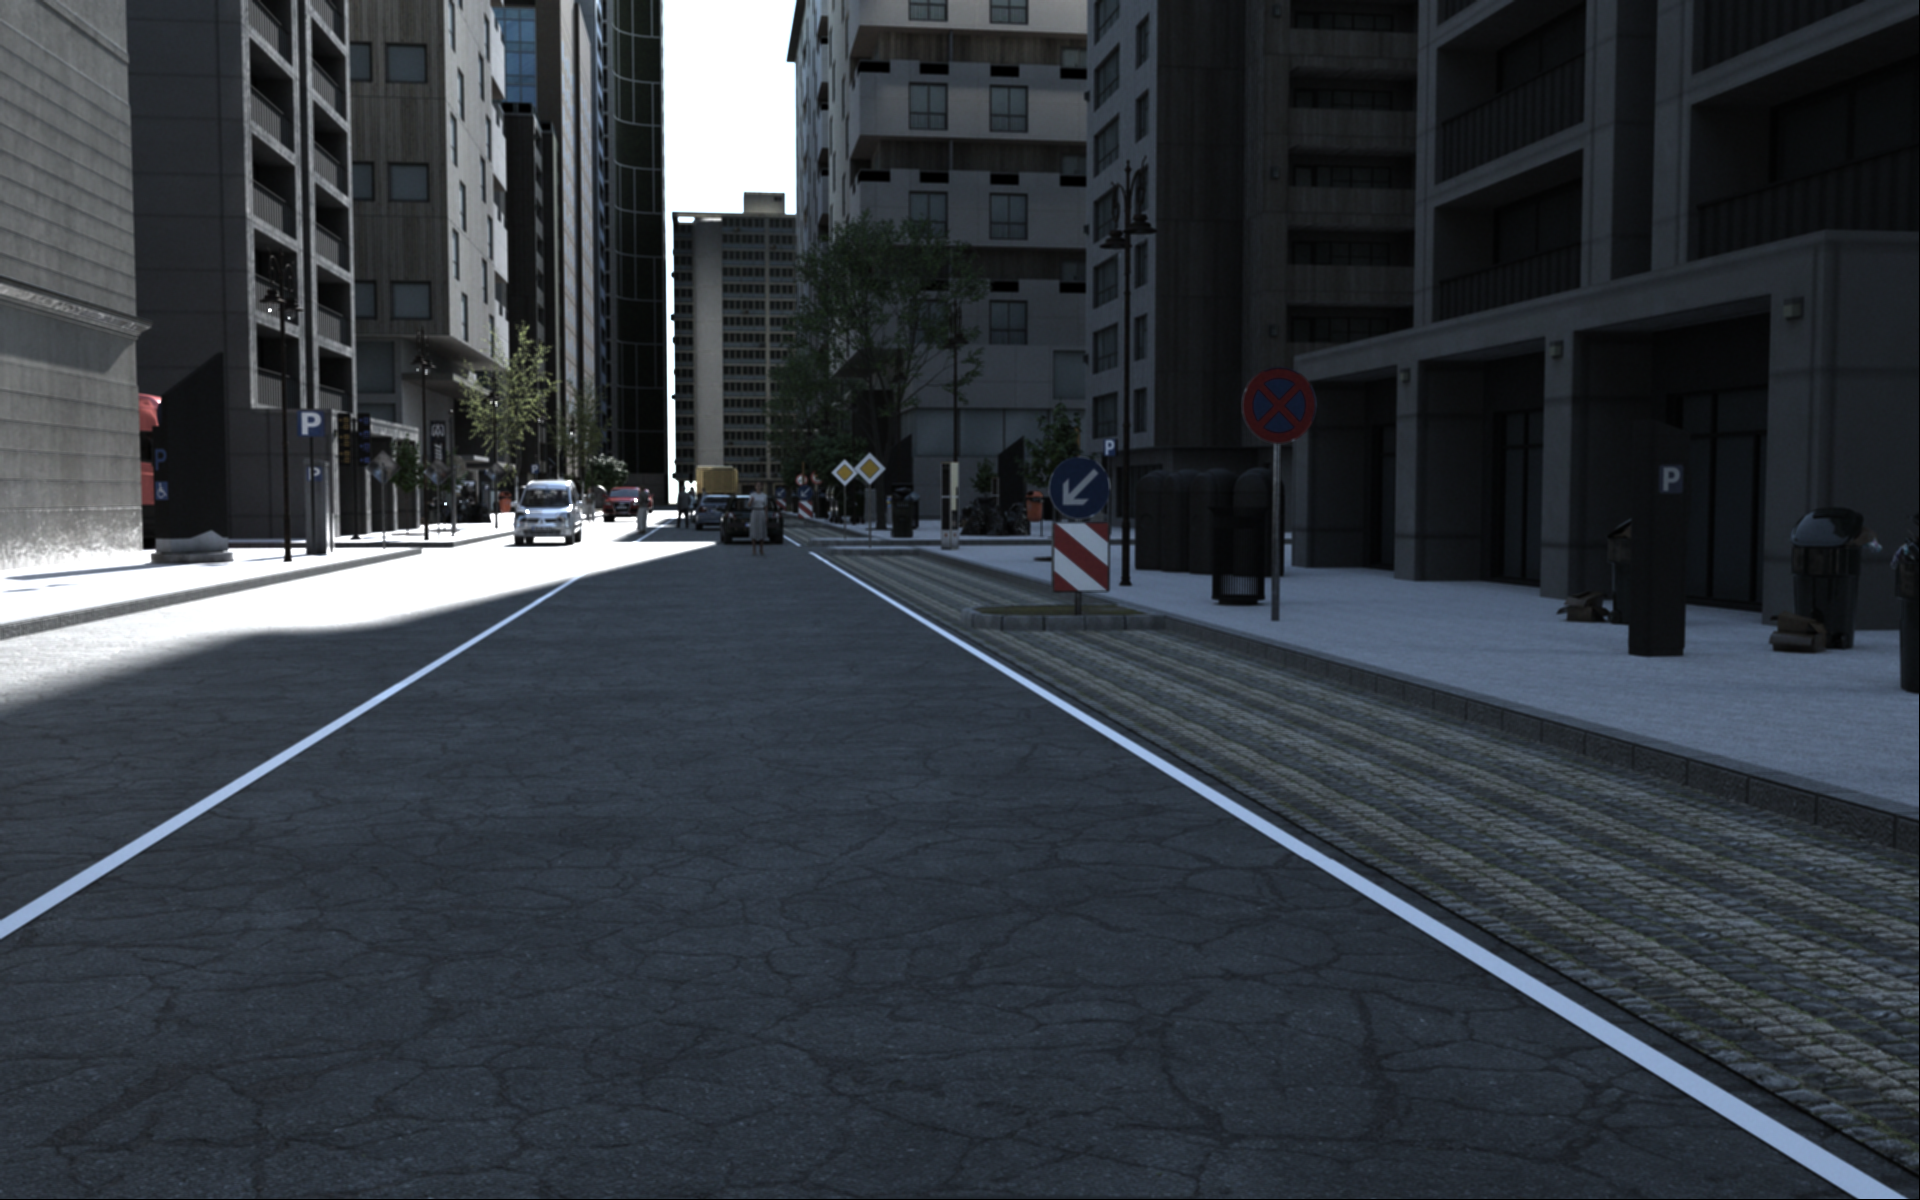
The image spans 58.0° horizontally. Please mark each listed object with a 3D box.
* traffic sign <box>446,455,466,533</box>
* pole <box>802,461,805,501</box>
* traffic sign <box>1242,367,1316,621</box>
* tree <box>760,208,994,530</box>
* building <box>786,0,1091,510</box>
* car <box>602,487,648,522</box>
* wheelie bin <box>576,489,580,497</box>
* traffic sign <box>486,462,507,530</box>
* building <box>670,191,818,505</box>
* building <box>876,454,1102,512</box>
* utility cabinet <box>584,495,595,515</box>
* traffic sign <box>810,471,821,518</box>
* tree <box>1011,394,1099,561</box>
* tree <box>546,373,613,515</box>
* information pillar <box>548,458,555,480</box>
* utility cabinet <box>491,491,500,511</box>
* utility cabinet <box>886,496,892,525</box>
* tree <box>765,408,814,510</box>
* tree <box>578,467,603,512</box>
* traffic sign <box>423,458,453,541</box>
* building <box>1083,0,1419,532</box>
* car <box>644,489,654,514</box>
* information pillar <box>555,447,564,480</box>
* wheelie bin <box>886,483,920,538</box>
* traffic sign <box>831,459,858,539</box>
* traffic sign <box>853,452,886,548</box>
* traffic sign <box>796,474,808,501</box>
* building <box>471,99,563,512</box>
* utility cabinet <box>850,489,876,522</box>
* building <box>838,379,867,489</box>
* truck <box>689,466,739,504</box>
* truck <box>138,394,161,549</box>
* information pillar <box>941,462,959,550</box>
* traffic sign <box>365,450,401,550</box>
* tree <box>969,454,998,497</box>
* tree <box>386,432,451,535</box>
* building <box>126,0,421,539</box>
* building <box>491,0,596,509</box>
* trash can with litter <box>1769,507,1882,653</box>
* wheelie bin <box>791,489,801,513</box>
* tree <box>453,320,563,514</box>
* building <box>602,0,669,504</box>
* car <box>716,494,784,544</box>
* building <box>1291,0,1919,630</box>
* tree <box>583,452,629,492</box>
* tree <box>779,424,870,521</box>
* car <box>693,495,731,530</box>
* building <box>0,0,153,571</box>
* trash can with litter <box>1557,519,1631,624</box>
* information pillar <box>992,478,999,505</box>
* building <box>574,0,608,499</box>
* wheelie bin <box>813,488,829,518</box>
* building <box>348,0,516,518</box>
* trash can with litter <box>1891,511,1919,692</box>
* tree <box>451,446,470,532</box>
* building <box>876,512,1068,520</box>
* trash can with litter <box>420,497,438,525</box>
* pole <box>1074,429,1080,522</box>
[{"bbox_3d":[-16.505,-3.453,56.560,0.768,2.556,0.104,0,4,-4],"label":"traffic sign"},{"bbox_3d":[-9.779,-6.992,108.161,0.158,3.312,0.155,0,3,0],"label":"pole"},{"bbox_3d":[3.197,-1.063,17.485,0.768,2.556,0.104,0,4,-7],"label":"traffic sign"},{"bbox_3d":[-2.734,-8.327,61.902,9.928,11.665,9.643,0,3,0],"label":"tree"},{"bbox_3d":[-3.399,-36.396,184.306,28.713,52.752,27.495,0,4,-8],"label":"building"},{"bbox_3d":[-17.518,-5.022,90.782,2.281,1.827,5.304,0,4,-6],"label":"car"},{"bbox_3d":[-25.350,-6.454,113.426,0.980,1.594,0.693,0,4,-5],"label":"wheelie bin"},{"bbox_3d":[-16.683,-3.742,62.370,0.795,2.450,0.064,0,4,-3],"label":"traffic sign"},{"bbox_3d":[-25.381,-32.628,225.353,23.993,40.220,32.217,0,4,-8],"label":"building"},{"bbox_3d":[0.251,-34.721,156.929,28.713,52.752,27.495,0,4,-8],"label":"building"},{"bbox_3d":[-23.116,-5.926,108.055,0.306,1.237,1.020,1,4,14],"label":"utility cabinet"},{"bbox_3d":[-7.515,-5.593,91.559,0.768,2.556,0.104,0,4,-3],"label":"traffic sign"},{"bbox_3d":[2.036,-2.377,33.468,1.663,3.219,1.824,0,3,0],"label":"tree"},{"bbox_3d":[-23.155,-9.511,105.874,4.737,8.622,4.395,0,3,0],"label":"tree"},{"bbox_3d":[-26.611,-7.443,113.055,0.504,3.616,0.183,0,4,8],"label":"information pillar"},{"bbox_3d":[-31.572,-6.636,117.178,1.173,1.500,0.318,3,4,37],"label":"utility cabinet"},{"bbox_3d":[-2.939,-3.805,73.368,0.306,1.237,1.020,0,4,-5],"label":"utility cabinet"},{"bbox_3d":[-13.535,-11.546,139.138,4.737,8.622,4.395,0,3,0],"label":"tree"},{"bbox_3d":[-26.590,-7.915,124.004,1.663,3.219,1.824,0,3,0],"label":"tree"},{"bbox_3d":[-14.360,-2.693,47.678,0.795,2.450,0.064,0,4,-8],"label":"traffic sign"},{"bbox_3d":[12.758,-17.795,62.655,14.107,30.474,14.160,0,4,-8],"label":"building"},{"bbox_3d":[-23.940,-7.361,129.020,2.281,1.827,5.304,-1,4,-9],"label":"car"},{"bbox_3d":[-19.778,-5.789,86.000,0.183,3.616,0.504,0,4,6],"label":"information pillar"},{"bbox_3d":[-1.671,-2.636,51.013,0.980,1.594,0.693,0,4,-5],"label":"wheelie bin"},{"bbox_3d":[-3.274,-2.788,49.224,0.795,2.450,0.064,0,4,-8],"label":"traffic sign"},{"bbox_3d":[-2.152,-2.304,41.318,0.795,2.450,0.064,0,4,-8],"label":"traffic sign"},{"bbox_3d":[-9.998,-6.686,109.429,0.768,2.556,0.104,0,4,-5],"label":"traffic sign"},{"bbox_3d":[-37.153,-21.757,127.430,14.160,30.474,14.107,0,4,-8],"label":"building"},{"bbox_3d":[-4.429,-4.302,79.014,1.173,1.500,0.318,-1,4,-15],"label":"utility cabinet"},{"bbox_3d":[-2.762,-22.282,136.012,14.160,30.474,14.107,0,4,-8],"label":"building"},{"bbox_3d":[-16.659,-7.479,118.199,3.469,3.379,9.791,-1,4,-10],"label":"truck"},{"bbox_3d":[-23.587,-3.200,41.232,11.283,4.237,2.839,-1,4,-8],"label":"truck"},{"bbox_3d":[-0.234,-2.172,40.007,0.304,2.012,0.304,3,4,39],"label":"information pillar"},{"bbox_3d":[-13.239,-2.210,39.772,0.795,2.450,0.064,0,4,-8],"label":"traffic sign"},{"bbox_3d":[1.155,-5.474,84.104,1.663,3.219,1.824,0,3,0],"label":"tree"},{"bbox_3d":[-17.156,-3.641,54.128,1.663,3.219,1.824,0,3,0],"label":"tree"},{"bbox_3d":[-29.581,-37.815,56.520,20.563,71.187,20.611,0,4,-8],"label":"building"},{"bbox_3d":[-40.469,-30.916,155.583,14.600,45.320,14.200,0,4,-8],"label":"building"},{"bbox_3d":[7.116,-0.177,14.282,0.624,1.170,1.055,3,5,43],"label":"trash can with litter"},{"bbox_3d":[-10.920,-6.618,116.108,0.693,1.594,0.980,1,4,17],"label":"wheelie bin"},{"bbox_3d":[-18.826,-7.464,72.401,4.360,8.622,3.978,0,3,0],"label":"tree"},{"bbox_3d":[-47.317,-47.580,216.188,20.611,71.187,20.563,0,4,-8],"label":"building"},{"bbox_3d":[-6.156,-2.520,50.989,2.009,1.686,4.222,-1,4,-10],"label":"car"},{"bbox_3d":[17.456,-35.578,19.959,20.563,71.187,20.611,0,4,-8],"label":"building"},{"bbox_3d":[-29.240,-9.846,144.698,4.285,4.588,4.351,0,3,0],"label":"tree"},{"bbox_3d":[-5.635,-5.993,81.695,4.285,4.588,4.351,0,3,0],"label":"tree"},{"bbox_3d":[-9.807,-3.552,70.083,2.014,1.417,4.499,0,4,-8],"label":"car"},{"bbox_3d":[-37.086,-15.160,24.284,44.131,29.872,17.030,0,4,-8],"label":"building"},{"bbox_3d":[6.485,-0.357,17.217,1.055,1.170,0.624,3,5,41],"label":"trash can with litter"},{"bbox_3d":[1.584,-4.466,77.508,0.304,2.012,0.304,1,4,12],"label":"information pillar"},{"bbox_3d":[-51.648,-39.078,180.925,28.212,58.520,21.231,0,4,-8],"label":"building"},{"bbox_3d":[-7.390,-5.167,92.388,0.693,1.594,0.980,-3,5,-42],"label":"wheelie bin"},{"bbox_3d":[-38.784,-30.647,90.318,28.713,52.752,27.495,0,4,-8],"label":"building"},{"bbox_3d":[6.586,0.016,11.132,1.055,1.170,0.624,2,4,25],"label":"trash can with litter"},{"bbox_3d":[-17.437,-3.934,58.918,1.663,3.219,1.824,0,3,0],"label":"tree"},{"bbox_3d":[6.732,-31.171,98.886,28.713,52.752,27.495,0,4,-8],"label":"building"},{"bbox_3d":[-22.422,-3.748,72.674,1.055,1.170,0.624,1,4,11],"label":"trash can with litter"},{"bbox_3d":[3.543,-3.588,52.500,0.158,3.312,0.155,0,3,0],"label":"pole"}]
